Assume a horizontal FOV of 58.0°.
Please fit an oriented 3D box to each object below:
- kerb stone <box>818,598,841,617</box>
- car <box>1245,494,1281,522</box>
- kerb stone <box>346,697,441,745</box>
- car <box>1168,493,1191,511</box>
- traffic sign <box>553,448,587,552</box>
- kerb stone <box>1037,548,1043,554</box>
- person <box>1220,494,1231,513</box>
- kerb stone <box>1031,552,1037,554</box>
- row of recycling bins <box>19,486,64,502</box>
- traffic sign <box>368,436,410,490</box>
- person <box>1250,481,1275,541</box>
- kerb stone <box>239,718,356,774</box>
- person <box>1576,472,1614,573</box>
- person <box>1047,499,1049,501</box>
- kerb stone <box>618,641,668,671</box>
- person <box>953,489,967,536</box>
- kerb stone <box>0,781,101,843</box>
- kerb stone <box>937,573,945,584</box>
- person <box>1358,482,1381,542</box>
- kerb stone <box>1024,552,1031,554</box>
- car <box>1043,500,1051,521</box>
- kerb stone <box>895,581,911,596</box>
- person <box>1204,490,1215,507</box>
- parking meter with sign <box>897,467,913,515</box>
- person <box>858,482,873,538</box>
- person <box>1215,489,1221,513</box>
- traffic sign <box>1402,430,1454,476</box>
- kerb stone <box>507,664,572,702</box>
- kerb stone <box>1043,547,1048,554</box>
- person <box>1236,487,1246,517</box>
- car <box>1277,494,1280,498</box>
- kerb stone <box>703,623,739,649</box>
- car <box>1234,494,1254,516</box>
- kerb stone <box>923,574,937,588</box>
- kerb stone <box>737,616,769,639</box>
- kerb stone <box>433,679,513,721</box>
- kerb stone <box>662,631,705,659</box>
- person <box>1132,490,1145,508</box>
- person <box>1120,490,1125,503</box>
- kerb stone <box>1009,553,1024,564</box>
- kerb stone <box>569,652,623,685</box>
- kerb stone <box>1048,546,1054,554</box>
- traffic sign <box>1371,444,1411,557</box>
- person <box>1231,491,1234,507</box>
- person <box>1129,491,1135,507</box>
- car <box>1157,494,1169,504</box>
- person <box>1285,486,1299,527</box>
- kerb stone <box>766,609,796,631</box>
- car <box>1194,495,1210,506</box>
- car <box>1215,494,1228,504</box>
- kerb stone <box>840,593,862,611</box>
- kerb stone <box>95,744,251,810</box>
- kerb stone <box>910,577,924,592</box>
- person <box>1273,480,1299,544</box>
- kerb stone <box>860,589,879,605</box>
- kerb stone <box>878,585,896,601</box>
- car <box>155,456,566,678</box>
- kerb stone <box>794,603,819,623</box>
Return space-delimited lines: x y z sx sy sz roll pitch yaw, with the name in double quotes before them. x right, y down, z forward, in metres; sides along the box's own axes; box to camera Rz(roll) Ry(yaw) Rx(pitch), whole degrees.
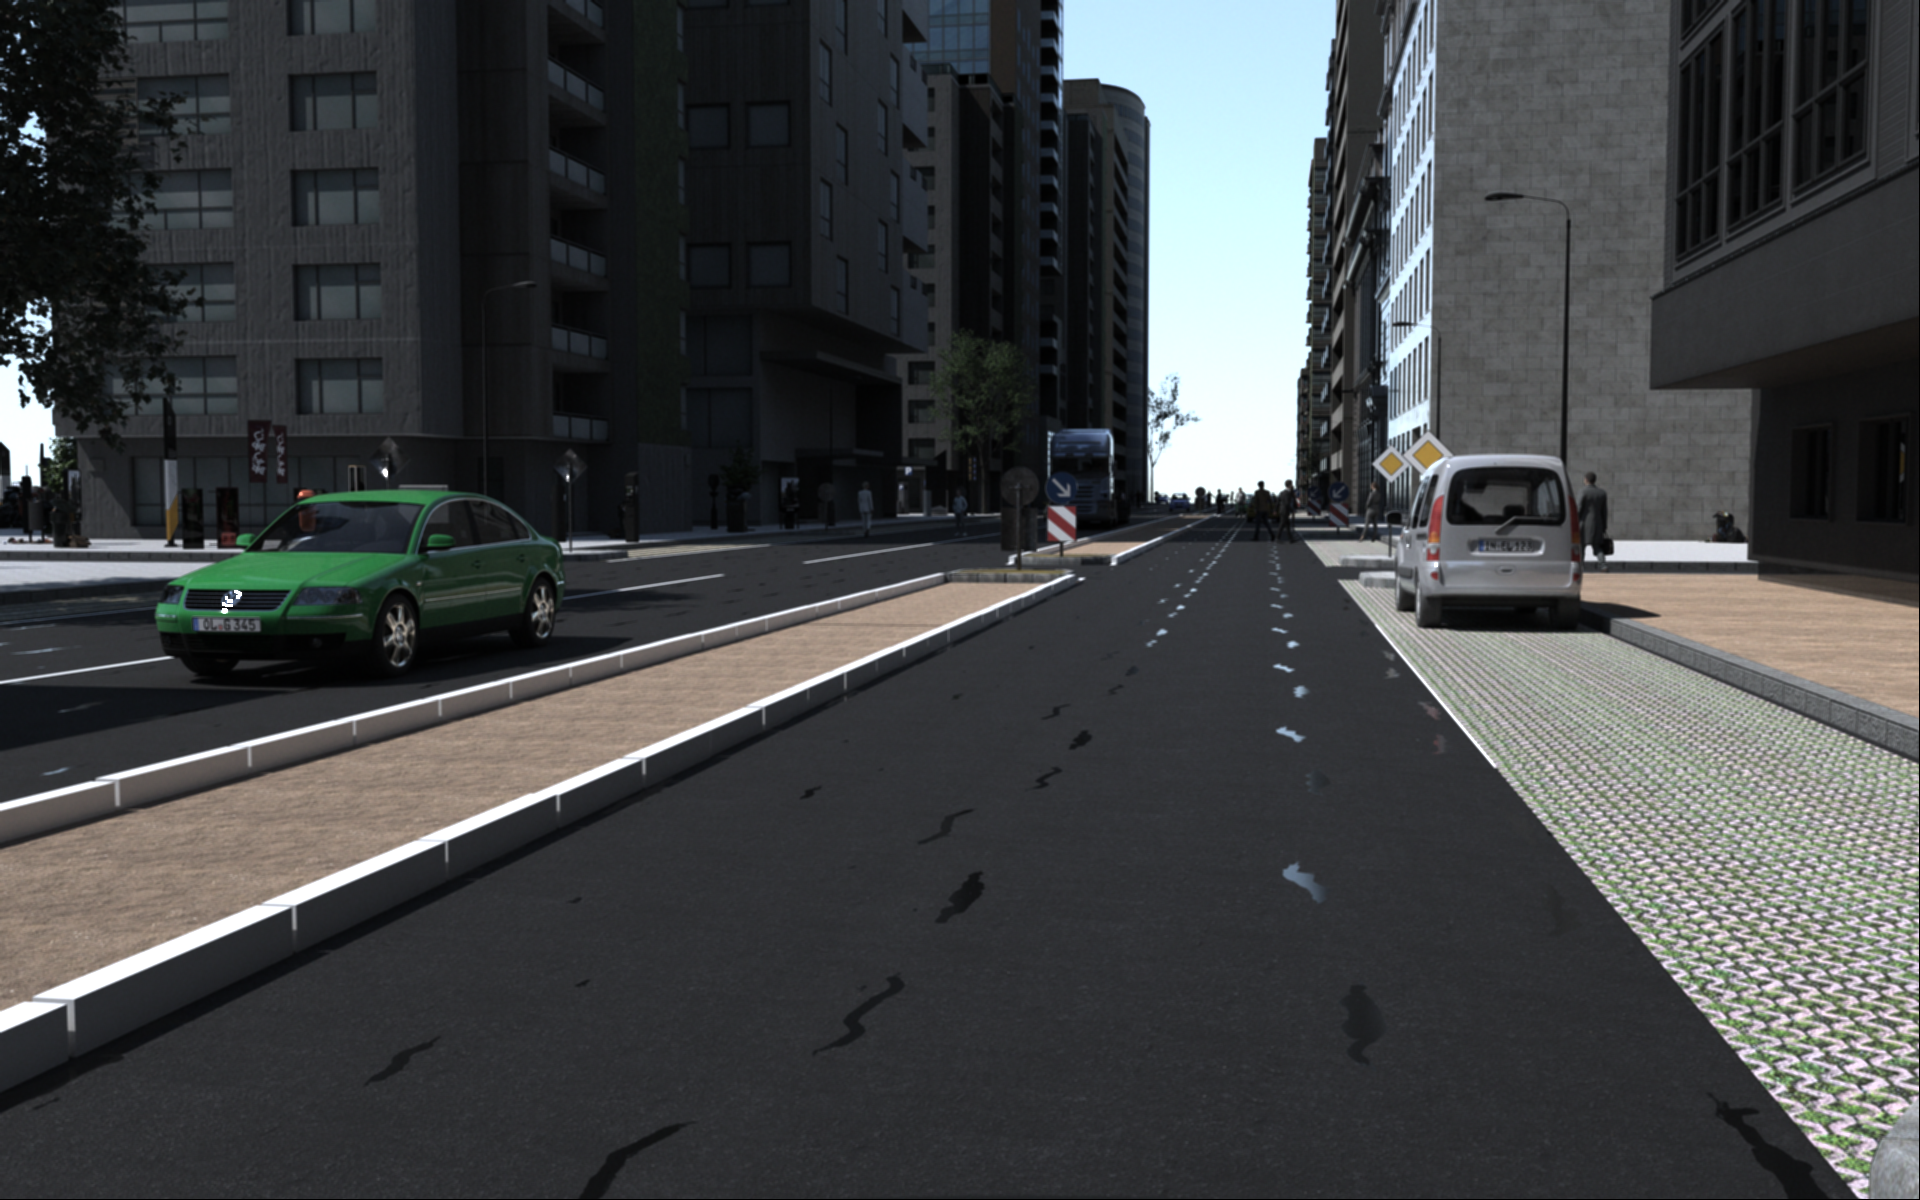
"kerb stone" -1.613 0.110 20.443 0.120 0.150 1.000 1 4 10
"car" 15.653 -4.818 88.990 2.015 1.641 3.980 1 4 12
"kerb stone" -3.397 0.726 10.322 0.120 0.150 1.000 1 4 10
"car" 18.850 -8.501 148.580 1.945 1.707 3.694 1 4 8
"traffic sign" -8.568 -2.106 38.073 0.795 2.450 0.064 1 4 10
"kerb stone" 1.698 -1.039 39.181 0.120 0.150 1.000 1 4 10
"person" 19.575 -7.104 127.831 0.628 1.438 0.799 3 4 36
"kerb stone" 1.516 -0.976 38.158 0.120 0.150 1.000 1 4 10
"row of recycling bins" -52.963 -5.701 100.317 1.069 1.692 3.534 0 4 5
"traffic sign" -9.954 -1.625 30.208 0.795 2.450 0.064 1 4 10
"person" 9.325 -2.737 53.168 0.836 1.842 0.656 3 5 40
"kerb stone" -3.577 0.788 9.313 0.120 0.150 1.000 1 4 10
"person" 10.852 -1.299 29.840 0.694 1.812 0.767 -1 4 -16
"person" 6.806 -7.168 126.409 0.721 1.736 1.217 -3 5 -39
"kerb stone" -2.677 0.478 14.378 0.120 0.150 1.000 1 4 10
"person" -0.022 -3.013 59.568 0.589 1.601 0.330 3 5 41
"kerb stone" -3.931 0.920 7.280 0.120 0.150 1.000 1 4 10
"kerb stone" -0.369 -0.326 27.524 0.120 0.150 1.000 1 4 10
"person" 12.186 -2.616 51.552 0.573 1.790 0.520 3 4 36
"kerb stone" 1.334 -0.914 37.143 0.120 0.150 1.000 1 4 10
"car" 5.463 -5.013 92.182 2.015 1.641 3.980 1 4 9
"kerb stone" -0.895 -0.136 24.487 0.120 0.150 1.000 1 4 10
"person" 26.818 -10.878 186.380 1.348 1.821 0.705 0 4 3
"parking meter with sign" -3.591 -6.909 109.229 0.543 3.016 1.738 2 4 24
"person" -3.088 -2.954 56.675 0.514 1.842 0.818 0 4 2
"person" 19.690 -7.541 131.797 0.705 1.823 1.348 0 4 -4
"traffic sign" 7.321 -1.438 27.153 0.795 2.450 0.064 1 4 10
"kerb stone" -3.038 0.602 12.355 0.120 0.150 1.000 1 4 10
"kerb stone" 1.869 -1.101 40.189 0.120 0.150 1.000 1 4 10
"person" 17.324 -6.024 106.837 0.661 1.843 0.795 1 4 17
"car" 46.308 -14.671 248.674 1.959 1.807 4.718 1 4 10
"kerb stone" -2.324 0.357 16.392 0.120 0.150 1.000 1 4 10
"car" 18.928 -6.194 113.069 2.131 1.459 4.920 1 4 10
"kerb stone" -0.544 -0.263 26.504 0.120 0.150 1.000 1 4 10
"kerb stone" -2.148 0.293 17.405 0.120 0.150 1.000 1 4 10
"kerb stone" -3.217 0.664 11.337 0.120 0.150 1.000 1 4 10
"kerb stone" -2.510 0.416 15.386 0.120 0.150 1.000 1 4 10
"person" 18.153 -10.269 176.358 1.348 1.831 0.705 0 4 5
"person" 12.087 -7.329 129.275 0.436 1.711 0.756 2 4 29
"kerb stone" 1.150 -0.850 36.126 0.120 0.150 1.000 1 4 10
"kerb stone" -2.857 0.540 13.362 0.120 0.150 1.000 1 4 10
"kerb stone" 2.044 -1.162 41.196 0.120 0.150 1.000 1 4 10
"traffic sign" 8.707 -1.919 35.018 0.795 2.450 0.064 1 4 10
"person" 29.841 -11.090 190.538 0.721 1.743 1.217 0 4 4
"person" 18.589 -10.854 186.419 0.568 1.767 0.683 3 5 44
"car" 29.666 -14.947 253.967 1.945 1.707 3.694 1 4 12
"person" 14.511 -4.110 75.800 0.616 1.811 0.778 3 5 44
"kerb stone" -1.968 0.230 18.429 0.120 0.150 1.000 1 4 10
"car" 29.480 -12.098 210.168 2.083 1.381 4.827 1 4 11
"car" 39.239 -15.350 259.762 1.959 1.807 4.718 1 4 9
"kerb stone" -1.425 0.045 21.456 0.120 0.150 1.000 1 4 10
"kerb stone" -3.755 0.850 8.298 0.120 0.150 1.000 1 4 10
"kerb stone" -0.719 -0.202 25.494 0.120 0.150 1.000 1 4 10
"person" 9.496 -2.565 50.212 0.755 1.850 0.659 0 4 -2
"kerb stone" -1.257 -0.017 22.474 0.120 0.150 1.000 1 4 10
"kerb stone" -1.070 -0.076 23.480 0.120 0.150 1.000 1 4 10
"car" -4.999 -0.380 15.006 1.959 1.807 4.718 1 4 10
"kerb stone" -1.795 0.169 19.437 0.120 0.150 1.000 1 4 10
